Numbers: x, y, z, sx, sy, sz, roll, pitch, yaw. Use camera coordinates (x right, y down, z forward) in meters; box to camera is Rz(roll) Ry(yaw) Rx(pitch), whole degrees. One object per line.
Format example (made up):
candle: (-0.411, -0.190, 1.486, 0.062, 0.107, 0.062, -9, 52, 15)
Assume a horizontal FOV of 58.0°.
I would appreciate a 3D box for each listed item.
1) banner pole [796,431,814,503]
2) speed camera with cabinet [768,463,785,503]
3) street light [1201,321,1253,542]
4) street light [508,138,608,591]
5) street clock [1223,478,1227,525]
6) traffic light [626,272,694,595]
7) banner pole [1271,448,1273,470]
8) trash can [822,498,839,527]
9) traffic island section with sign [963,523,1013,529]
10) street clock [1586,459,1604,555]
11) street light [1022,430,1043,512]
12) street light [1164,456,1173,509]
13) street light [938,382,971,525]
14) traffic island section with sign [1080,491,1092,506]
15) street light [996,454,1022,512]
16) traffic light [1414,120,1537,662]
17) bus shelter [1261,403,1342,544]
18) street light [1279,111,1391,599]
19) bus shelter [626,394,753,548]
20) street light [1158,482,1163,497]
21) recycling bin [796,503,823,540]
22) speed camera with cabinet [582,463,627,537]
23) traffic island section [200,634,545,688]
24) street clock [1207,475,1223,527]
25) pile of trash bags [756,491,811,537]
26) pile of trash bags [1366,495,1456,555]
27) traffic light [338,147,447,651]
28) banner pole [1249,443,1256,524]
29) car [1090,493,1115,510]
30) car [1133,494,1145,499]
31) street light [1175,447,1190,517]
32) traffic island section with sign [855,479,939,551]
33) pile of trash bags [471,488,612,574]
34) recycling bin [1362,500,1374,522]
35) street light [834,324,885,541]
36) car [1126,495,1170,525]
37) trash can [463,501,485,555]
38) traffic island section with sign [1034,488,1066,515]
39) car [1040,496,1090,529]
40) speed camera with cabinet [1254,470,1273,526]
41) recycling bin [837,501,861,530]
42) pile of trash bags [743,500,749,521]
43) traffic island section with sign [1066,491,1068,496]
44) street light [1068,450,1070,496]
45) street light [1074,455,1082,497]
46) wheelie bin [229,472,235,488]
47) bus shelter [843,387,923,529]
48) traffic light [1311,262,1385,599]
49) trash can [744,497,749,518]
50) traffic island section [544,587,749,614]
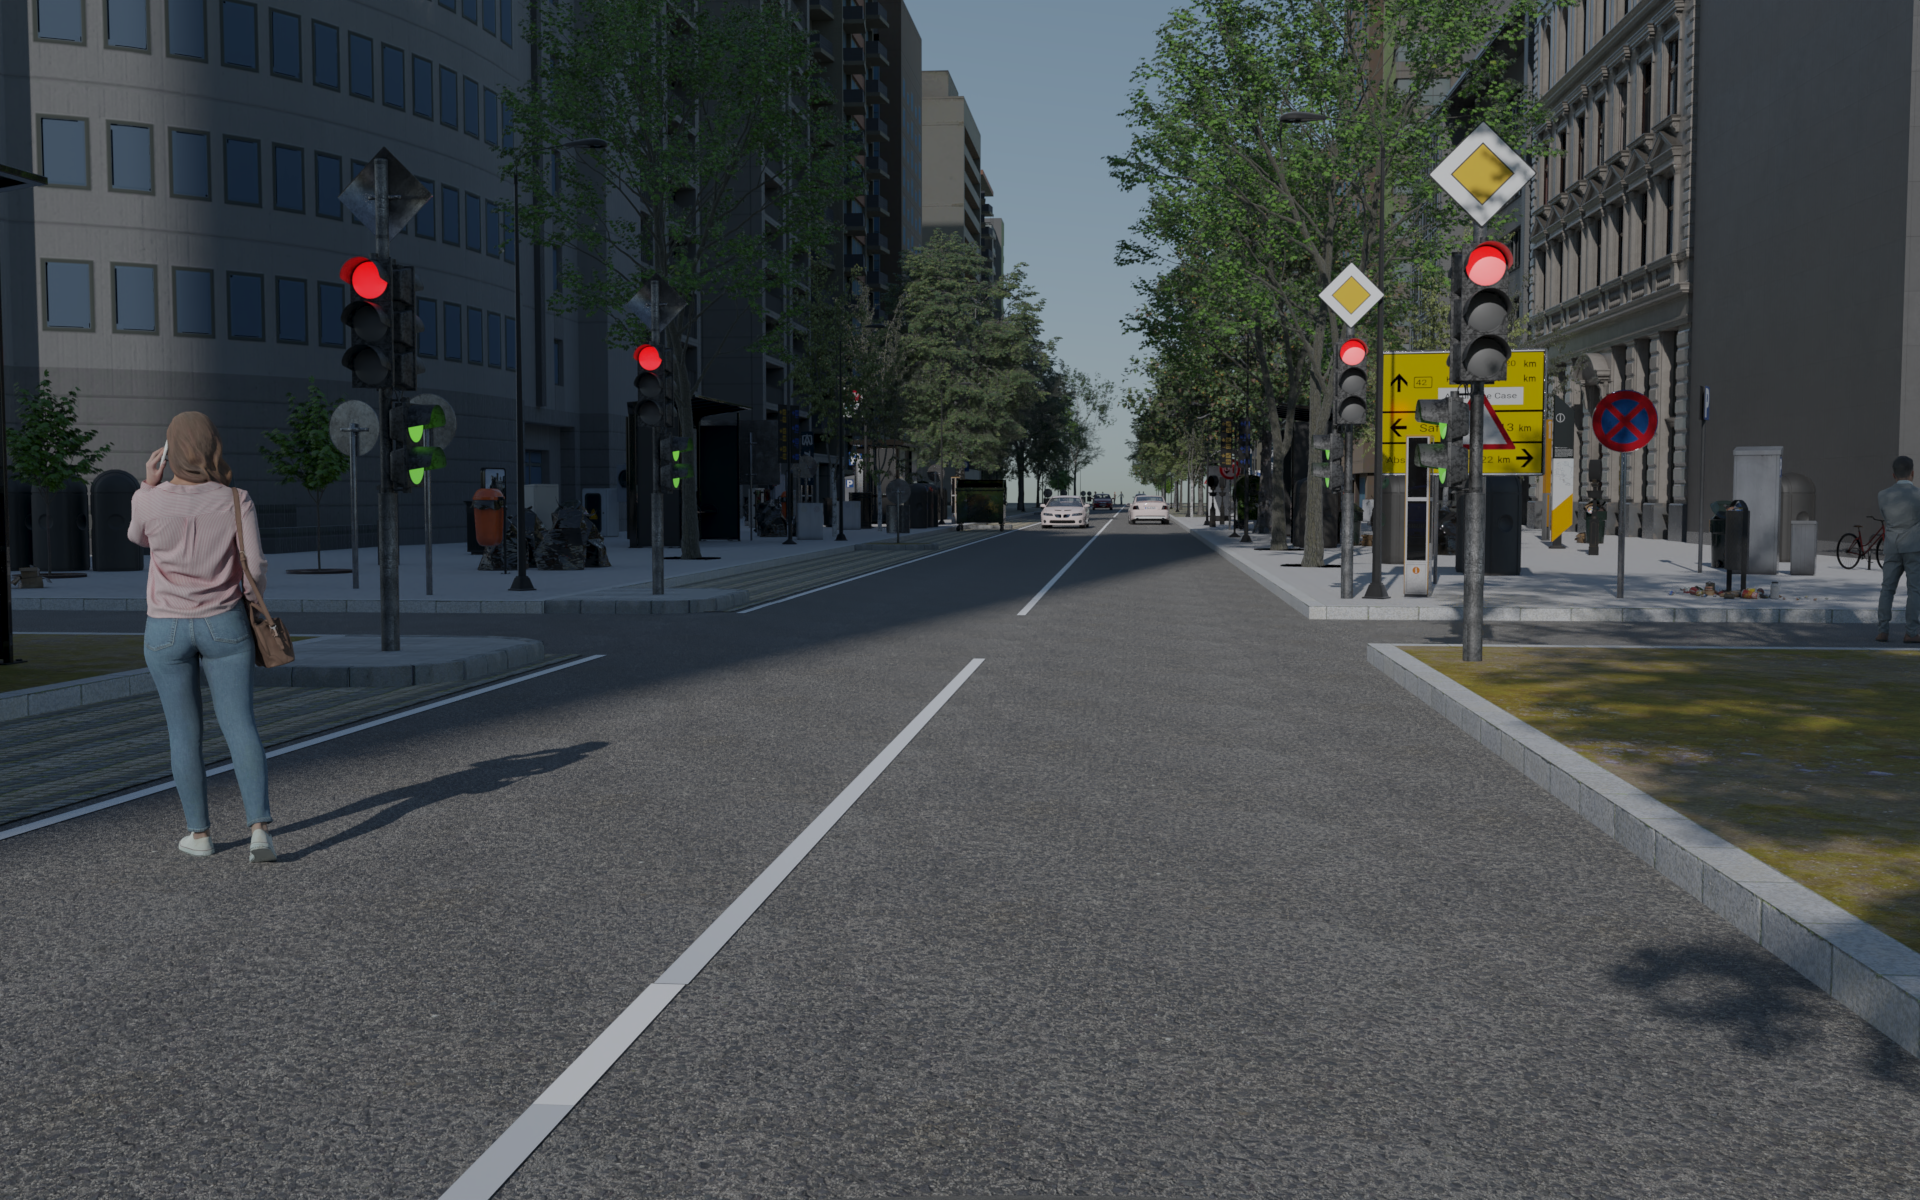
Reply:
banner pole: (-5.496, -4.321, 60.664, 0.863, 3.779, 0.401, 1, 4, 11)
speed camera with cabinet: (-8.925, -5.293, 80.882, 0.660, 3.252, 2.038, -3, 4, -37)
street light: (7.076, -4.491, 45.962, 1.470, 5.913, 1.316, 0, 4, 6)
street light: (-5.290, -3.075, 22.814, 1.470, 5.913, 1.316, 0, 4, 6)
street clock: (10.987, -4.156, 72.522, 0.358, 2.002, 0.471, 1, 4, 17)
traffic light: (-3.838, -2.024, 22.007, 0.839, 4.253, 0.868, 0, 4, 6)
banner pole: (14.553, -5.580, 81.249, 0.863, 3.779, 0.401, -1, 4, -8)
trash can: (-4.980, -3.387, 67.038, 0.748, 1.137, 0.748, 0, 3, 0)
traffic island section with sign: (1.162, -3.861, 71.752, 1.989, 1.847, 2.006, 0, 4, 6)
street clock: (13.288, -1.938, 36.264, 0.358, 2.002, 0.471, 2, 4, 26)
street light: (5.115, -9.314, 124.823, 1.470, 5.913, 1.316, 0, 4, 6)
street light: (12.428, -7.691, 98.293, 1.470, 5.913, 1.316, 0, 4, 6)
street light: (-0.223, -6.087, 72.066, 1.470, 5.913, 1.316, 0, 4, 6)
traffic island section with sign: (17.301, -13.579, 230.639, 1.989, 1.847, 2.006, 0, 4, 6)
street light: (2.669, -7.793, 99.964, 1.470, 5.913, 1.316, 0, 4, 6)
traffic light: (3.924, -1.486, 13.212, 0.839, 4.253, 0.868, 0, 4, 6)
bus shelter: (9.350, -3.443, 47.581, 1.731, 3.624, 6.357, 0, 4, 6)
street light: (4.578, -2.974, 21.161, 1.470, 5.913, 1.316, 0, 4, 6)
bus shelter: (-6.779, -3.225, 44.011, 1.731, 3.624, 6.357, 0, 4, 6)
street light: (14.910, -9.195, 122.881, 1.470, 5.913, 1.316, 0, 4, 6)
recycling bin: (-4.242, -2.217, 48.810, 0.722, 1.027, 0.722, -1, 4, -9)
speed camera with cabinet: (-10.304, -3.497, 51.515, 2.038, 3.252, 0.660, 2, 4, 30)
traffic island section: (-4.684, 0.494, 14.201, 2.009, 0.180, 2.903, 0, 4, 6)
street clock: (9.816, -3.832, 67.228, 0.358, 2.002, 0.471, -2, 4, -26)
pile of trash bags: (-5.302, -2.650, 53.086, 1.912, 1.369, 3.447, 0, 4, -7)
pile of trash bags: (9.879, -1.706, 37.649, 1.912, 1.369, 3.447, 0, 4, 6)
traffic light: (-4.645, -1.538, 14.063, 0.839, 4.253, 0.868, 0, 4, 6)
banner pole: (12.450, -5.147, 74.165, 0.401, 3.779, 0.863, -2, 4, -33)
car: (12.698, -8.892, 154.425, 2.155, 1.783, 4.494, 0, 4, 4)
car: (23.705, -13.357, 227.426, 2.155, 1.783, 4.494, 0, 4, 6)
street light: (9.611, -6.022, 71.006, 1.470, 5.913, 1.316, 0, 4, 6)
traffic island section with sign: (-1.590, -2.200, 44.601, 1.989, 1.847, 2.006, 0, 4, 6)
pile of trash bags: (-7.274, -1.189, 29.191, 1.912, 1.369, 3.447, 1, 4, 10)
recycling bin: (18.928, -4.086, 79.353, 0.722, 1.027, 0.722, -1, 4, -20)
street light: (-2.733, -4.580, 47.419, 1.470, 5.913, 1.316, 0, 4, 6)
car: (8.963, -4.277, 82.293, 2.083, 1.381, 4.827, 0, 4, 4)
trash can: (-10.137, -1.532, 36.696, 0.748, 1.137, 0.748, 0, 3, 0)
traffic island section with sign: (6.236, -6.916, 121.697, 1.989, 1.847, 2.006, 0, 4, 6)
car: (4.480, -3.727, 73.302, 2.083, 1.381, 4.827, 0, 4, 7)
speed camera with cabinet: (11.777, -4.406, 66.369, 0.660, 3.252, 2.038, 1, 4, 22)
recycling bin: (-4.044, -3.038, 62.227, 0.722, 1.027, 0.722, -2, 4, -33)
pile of trash bags: (-9.099, -4.064, 76.199, 3.447, 1.369, 1.912, 1, 4, 20)
traffic island section with sign: (8.961, -8.556, 148.514, 1.989, 1.847, 2.006, 0, 4, 6)
street light: (10.826, -12.767, 181.282, 1.470, 5.913, 1.316, 0, 4, 6)
street light: (13.431, -14.263, 205.736, 1.470, 5.913, 1.316, 0, 4, 6)
wheelie bin: (-10.219, -0.953, 23.490, 0.980, 1.594, 0.693, -2, 4, -33)
bus shelter: (-3.049, -5.506, 67.648, 2.179, 5.291, 8.768, 0, 4, 6)
traffic light: (4.731, -1.972, 21.156, 0.839, 4.253, 0.868, 0, 4, 6)
trash can: (-10.908, -4.798, 90.096, 0.748, 1.137, 0.748, 0, 3, 0)
traffic island section: (-3.877, 0.008, 22.146, 2.009, 0.180, 2.903, 0, 4, 6)
